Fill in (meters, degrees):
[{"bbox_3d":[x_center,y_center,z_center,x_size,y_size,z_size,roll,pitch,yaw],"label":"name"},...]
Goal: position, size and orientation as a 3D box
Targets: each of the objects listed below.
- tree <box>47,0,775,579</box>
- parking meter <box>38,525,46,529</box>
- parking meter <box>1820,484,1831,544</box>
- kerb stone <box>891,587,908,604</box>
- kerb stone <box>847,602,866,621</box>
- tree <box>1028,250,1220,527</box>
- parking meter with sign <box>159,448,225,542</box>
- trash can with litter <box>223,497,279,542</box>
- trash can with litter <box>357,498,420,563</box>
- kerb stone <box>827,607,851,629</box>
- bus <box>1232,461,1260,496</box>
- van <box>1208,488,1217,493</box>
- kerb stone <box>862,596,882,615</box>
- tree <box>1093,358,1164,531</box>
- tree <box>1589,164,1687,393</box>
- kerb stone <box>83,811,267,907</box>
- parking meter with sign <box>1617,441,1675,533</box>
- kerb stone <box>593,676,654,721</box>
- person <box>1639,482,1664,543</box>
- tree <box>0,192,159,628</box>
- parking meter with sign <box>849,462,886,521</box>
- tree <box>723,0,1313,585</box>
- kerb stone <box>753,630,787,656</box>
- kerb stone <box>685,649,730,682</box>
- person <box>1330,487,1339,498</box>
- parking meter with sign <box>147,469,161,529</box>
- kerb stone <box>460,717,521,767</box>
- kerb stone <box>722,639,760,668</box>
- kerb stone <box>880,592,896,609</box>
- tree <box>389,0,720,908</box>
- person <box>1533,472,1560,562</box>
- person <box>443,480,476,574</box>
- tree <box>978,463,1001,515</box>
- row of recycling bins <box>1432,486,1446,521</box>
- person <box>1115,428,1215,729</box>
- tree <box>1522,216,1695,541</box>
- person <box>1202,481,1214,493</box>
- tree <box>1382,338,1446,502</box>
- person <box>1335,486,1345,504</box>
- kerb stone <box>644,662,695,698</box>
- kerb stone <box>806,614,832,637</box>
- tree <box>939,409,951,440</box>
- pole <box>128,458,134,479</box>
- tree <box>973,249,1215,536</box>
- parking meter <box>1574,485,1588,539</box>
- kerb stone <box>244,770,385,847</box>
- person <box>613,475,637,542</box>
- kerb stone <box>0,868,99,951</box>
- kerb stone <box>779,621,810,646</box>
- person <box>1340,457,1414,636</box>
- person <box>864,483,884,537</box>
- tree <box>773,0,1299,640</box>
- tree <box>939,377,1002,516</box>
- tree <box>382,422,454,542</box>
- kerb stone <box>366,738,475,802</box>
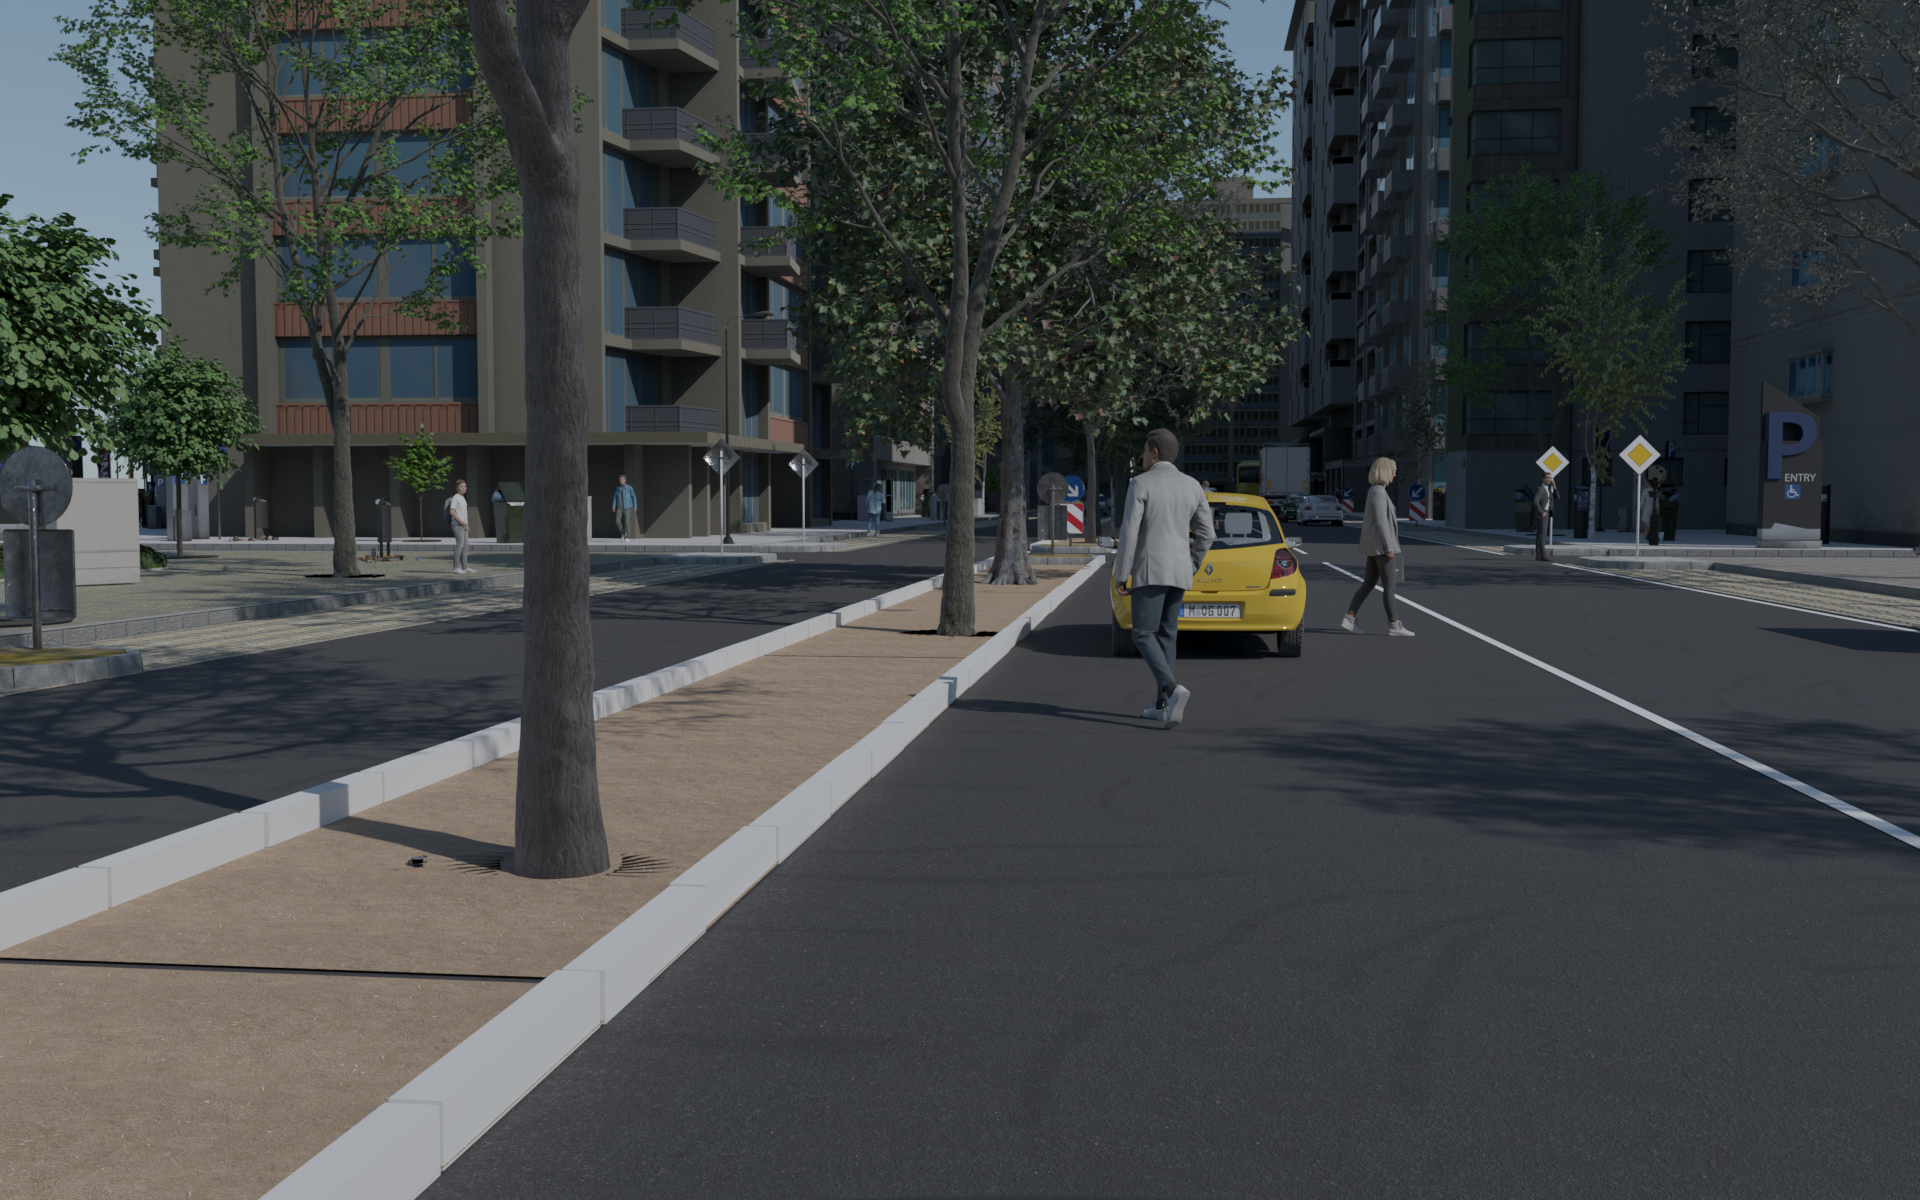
[{"bbox_3d":[-9.611,-6.146,26.240,9.928,11.665,9.643,0,3,0],"label":"tree"},{"bbox_3d":[-28.779,-2.972,54.299,0.399,1.863,0.255,-3,4,-36],"label":"parking meter"},{"bbox_3d":[22.063,-2.197,44.328,0.372,1.533,0.369,0,3,0],"label":"parking meter"},{"bbox_3d":[-0.854,-0.033,22.730,0.120,0.150,1.000,0,4,7],"label":"kerb stone"},{"bbox_3d":[-1.242,0.154,19.684,0.120,0.150,1.000,0,4,7],"label":"kerb stone"},{"bbox_3d":[6.794,-10.070,73.764,9.857,13.997,8.962,0,3,0],"label":"tree"},{"bbox_3d":[-21.707,-3.231,49.088,1.738,3.016,0.543,1,4,17],"label":"parking meter with sign"},{"bbox_3d":[-19.546,-2.234,47.577,1.678,1.210,2.233,1,4,14],"label":"trash can with litter"},{"bbox_3d":[-11.260,-1.356,33.235,1.678,1.210,2.233,0,4,-3],"label":"trash can with litter"},{"bbox_3d":[-1.359,0.216,18.668,0.120,0.150,1.000,0,4,7],"label":"kerb stone"},{"bbox_3d":[21.392,-8.252,126.463,2.896,3.916,12.252,1,4,8],"label":"bus"},{"bbox_3d":[16.350,-6.602,114.956,2.013,2.044,4.112,0,4,7],"label":"van"},{"bbox_3d":[-1.107,0.091,20.702,0.120,0.150,1.000,0,4,7],"label":"kerb stone"},{"bbox_3d":[5.835,-6.896,65.562,4.737,8.622,4.395,0,3,0],"label":"tree"},{"bbox_3d":[18.090,-7.787,53.077,9.928,11.665,9.643,0,3,0],"label":"tree"},{"bbox_3d":[-2.917,0.962,6.465,0.120,0.150,1.000,0,4,7],"label":"kerb stone"},{"bbox_3d":[22.755,-3.748,57.545,0.543,3.016,1.738,-3,5,-43],"label":"parking meter with sign"},{"bbox_3d":[-2.267,0.651,11.547,0.120,0.150,1.000,0,4,7],"label":"kerb stone"},{"bbox_3d":[18.114,-2.359,45.370,0.466,1.731,0.760,-3,5,-44],"label":"person"},{"bbox_3d":[-9.525,-2.032,16.940,4.285,4.588,4.351,0,3,0],"label":"tree"},{"bbox_3d":[-4.424,-5.321,83.256,1.738,3.016,0.543,1,4,19],"label":"parking meter with sign"},{"bbox_3d":[0.831,-6.594,27.285,9.611,12.733,9.660,0,3,0],"label":"tree"},{"bbox_3d":[-1.756,0.404,15.618,0.120,0.150,1.000,0,4,7],"label":"kerb stone"},{"bbox_3d":[-2.010,0.527,13.578,0.120,0.150,1.000,0,4,7],"label":"kerb stone"},{"bbox_3d":[26.278,-7.008,121.151,0.750,1.759,0.617,-2,4,-31],"label":"person"},{"bbox_3d":[-29.548,-4.165,64.363,0.543,3.016,1.738,0,4,7],"label":"parking meter with sign"},{"bbox_3d":[-2.524,0.776,9.515,0.120,0.150,1.000,0,4,7],"label":"kerb stone"},{"bbox_3d":[-1.885,0.464,14.604,0.120,0.150,1.000,0,4,7],"label":"kerb stone"},{"bbox_3d":[-0.980,0.029,21.716,0.120,0.150,1.000,0,4,7],"label":"kerb stone"},{"bbox_3d":[-1.501,-5.699,6.013,12.009,13.543,11.850,0,3,0],"label":"tree"},{"bbox_3d":[12.561,-1.788,37.096,0.474,1.900,0.648,2,4,30],"label":"person"},{"bbox_3d":[-8.052,-1.181,27.943,0.523,1.515,0.503,-2,4,-26],"label":"person"},{"bbox_3d":[1.883,-6.938,108.033,1.663,3.219,1.824,0,3,0],"label":"tree"},{"bbox_3d":[23.933,-4.670,83.467,1.069,1.692,3.534,-1,4,-14],"label":"row of recycling bins"},{"bbox_3d":[1.301,-0.148,10.771,0.661,1.843,0.795,-2,4,-24],"label":"person"},{"bbox_3d":[17.376,-5.891,46.681,4.737,8.622,4.395,0,3,0],"label":"tree"},{"bbox_3d":[7.136,-2.555,50.377,0.694,1.812,0.767,-3,5,-41],"label":"person"},{"bbox_3d":[22.029,-8.090,82.629,4.360,8.622,3.978,0,3,0],"label":"tree"},{"bbox_3d":[22.166,-5.698,101.021,0.474,1.900,0.648,3,5,39],"label":"person"},{"bbox_3d":[-2.139,0.591,12.561,0.120,0.150,1.000,0,4,7],"label":"kerb stone"},{"bbox_3d":[-1.491,0.278,17.655,0.120,0.150,1.000,0,4,7],"label":"kerb stone"},{"bbox_3d":[2.562,-11.064,115.312,8.767,10.594,7.601,0,4,0],"label":"tree"},{"bbox_3d":[-33.682,-4.682,70.399,0.158,3.312,0.155,0,3,0],"label":"pole"},{"bbox_3d":[4.777,-7.485,59.256,8.767,10.594,7.601,0,4,7],"label":"tree"},{"bbox_3d":[17.928,-2.544,50.000,0.372,1.533,0.369,0,3,0],"label":"parking meter"},{"bbox_3d":[-2.782,0.900,7.483,0.120,0.150,1.000,0,4,7],"label":"kerb stone"},{"bbox_3d":[-8.935,-2.432,46.156,0.601,1.785,0.444,1,4,16],"label":"person"},{"bbox_3d":[-3.043,1.024,5.446,0.120,0.150,1.000,0,4,7],"label":"kerb stone"},{"bbox_3d":[-1.627,0.340,16.635,0.120,0.150,1.000,0,4,7],"label":"kerb stone"},{"bbox_3d":[4.252,-0.547,17.630,0.728,1.800,0.709,1,4,10],"label":"person"},{"bbox_3d":[-2.862,-2.985,57.576,0.793,1.790,0.793,-2,4,-34],"label":"person"},{"bbox_3d":[0.068,-5.432,17.022,9.928,11.665,9.643,0,3,0],"label":"tree"},{"bbox_3d":[1.169,-9.359,103.389,4.737,8.622,4.395,0,3,0],"label":"tree"},{"bbox_3d":[-14.356,-3.174,46.493,1.663,3.219,1.824,0,3,0],"label":"tree"},{"bbox_3d":[-2.653,0.838,8.497,0.120,0.150,1.000,0,4,7],"label":"kerb stone"}]
